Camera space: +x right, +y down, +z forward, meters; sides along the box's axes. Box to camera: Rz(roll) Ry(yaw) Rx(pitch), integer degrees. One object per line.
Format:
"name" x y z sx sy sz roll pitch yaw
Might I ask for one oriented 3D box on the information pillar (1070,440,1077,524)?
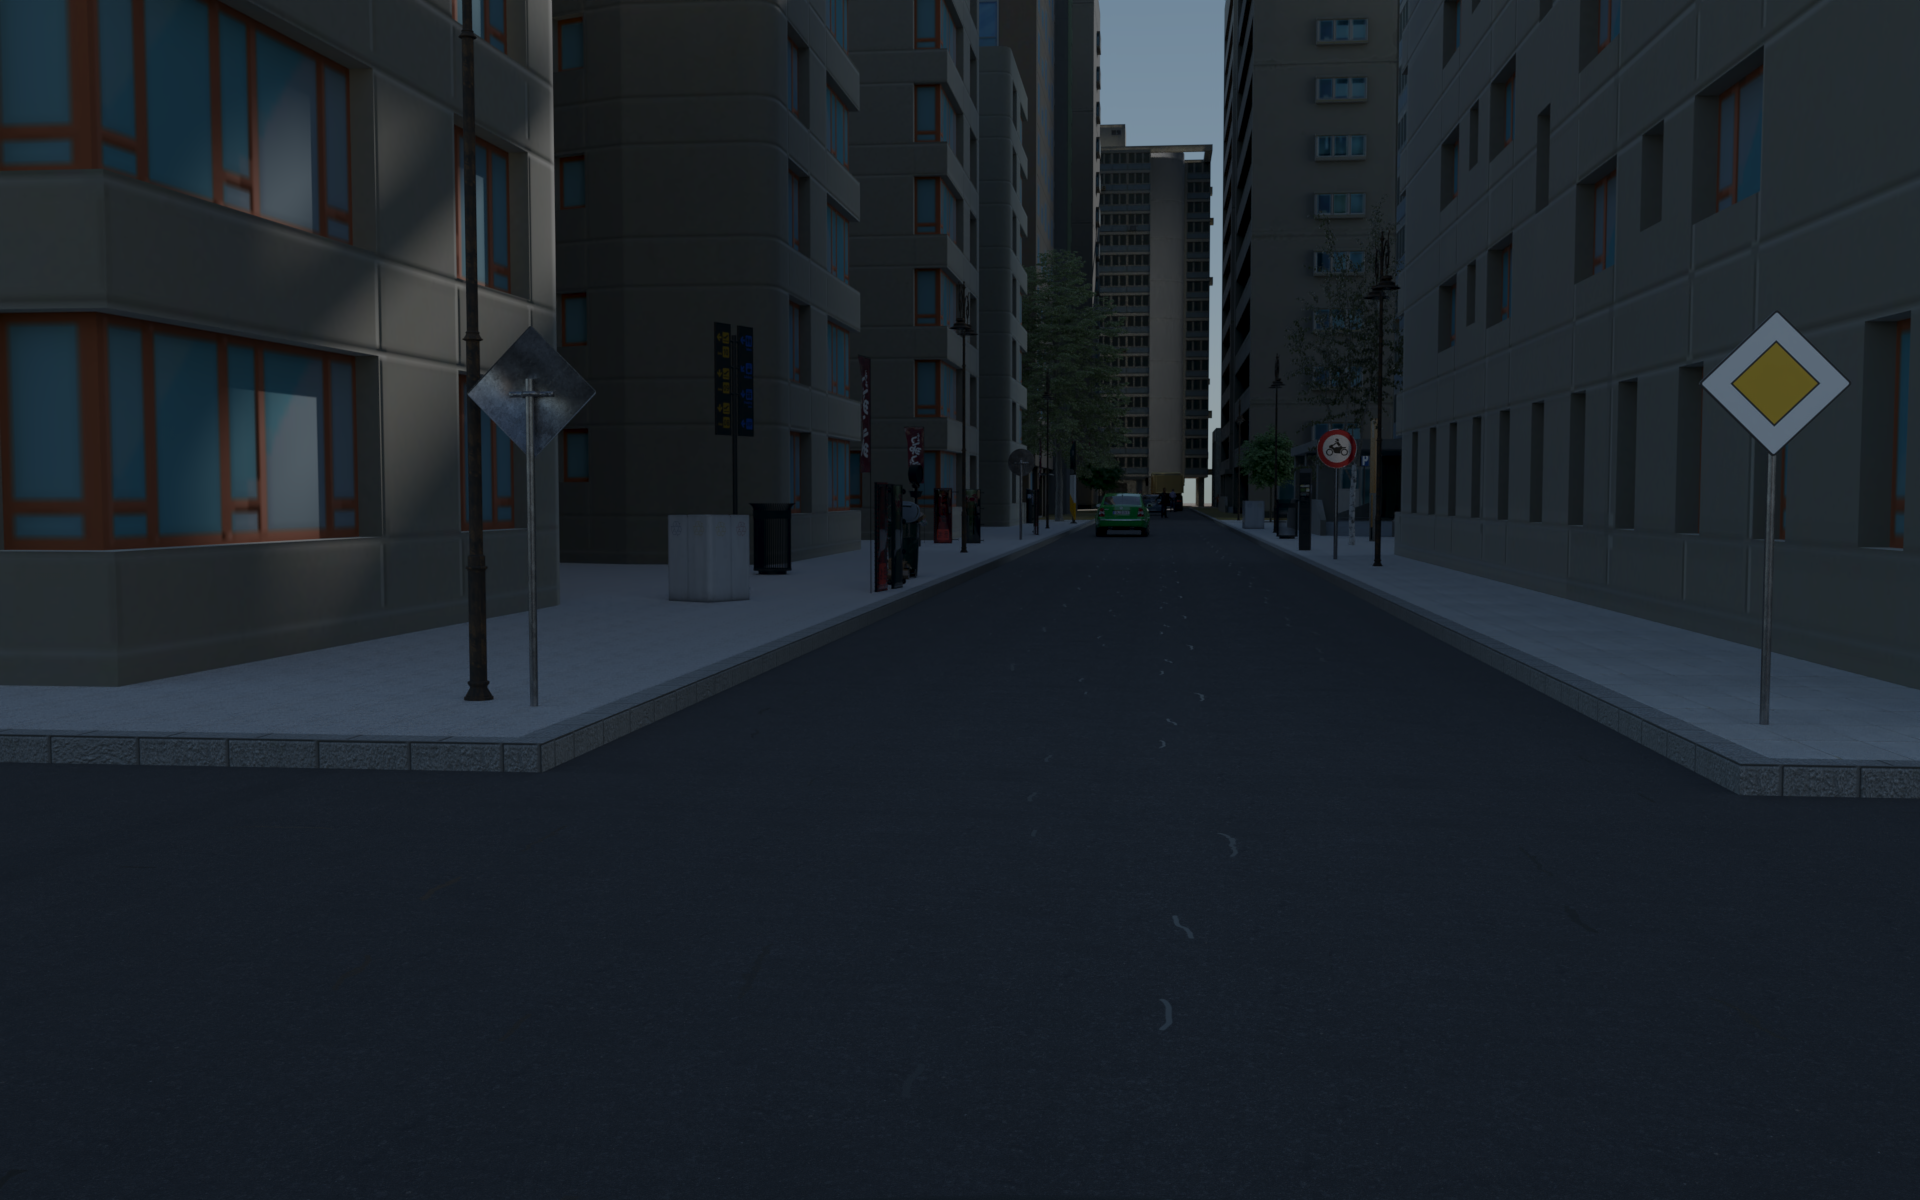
"information pillar" 4.921 -5.138 75.363 0.183 3.616 0.504 -1 4 -19

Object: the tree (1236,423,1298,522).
"tree" 14.098 -5.823 78.923 4.285 4.588 4.351 0 3 0

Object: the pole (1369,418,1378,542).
"pole" 11.187 -3.239 46.797 0.158 3.312 0.155 0 3 0

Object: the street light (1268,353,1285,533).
"street light" 10.405 -5.151 57.003 0.468 5.910 1.993 0 4 7

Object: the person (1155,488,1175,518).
"person" 12.297 -5.852 104.209 1.348 1.821 0.705 -1 4 -20

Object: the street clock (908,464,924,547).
"street clock" -1.076 -2.303 42.224 0.358 2.002 0.471 1 4 21

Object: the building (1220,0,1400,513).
"building" 33.258 -31.947 146.033 21.300 48.544 21.600 0 4 7

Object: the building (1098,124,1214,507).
"building" 14.779 -30.143 184.722 23.993 40.220 32.217 0 4 7

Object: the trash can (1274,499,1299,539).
"trash can" 9.386 -2.326 49.681 0.748 1.137 0.748 0 3 0

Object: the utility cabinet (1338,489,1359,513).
"utility cabinet" 16.223 -3.937 73.057 1.173 1.500 0.318 -1 4 -15

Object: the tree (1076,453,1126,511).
"tree" 11.192 -9.192 134.010 4.285 4.588 4.351 0 3 0

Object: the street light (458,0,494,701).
"street light" -3.003 -2.315 10.630 0.468 5.910 1.993 0 4 7

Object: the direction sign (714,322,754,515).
"direction sign" -3.022 -1.911 23.243 0.379 3.537 0.876 2 4 27

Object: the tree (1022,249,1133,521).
"tree" 4.239 -9.969 81.115 7.486 12.596 7.792 0 3 0

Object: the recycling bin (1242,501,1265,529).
"recycling bin" 10.838 -3.145 63.983 0.722 1.027 0.722 0 4 1

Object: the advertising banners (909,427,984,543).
"advertising banners" -0.412 -2.981 44.922 2.074 3.025 0.090 0 4 1

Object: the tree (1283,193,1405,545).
"tree" 9.883 -5.689 43.376 4.360 8.622 3.978 0 3 0

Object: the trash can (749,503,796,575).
"trash can" -2.998 -0.979 27.666 0.748 1.137 0.748 0 3 0

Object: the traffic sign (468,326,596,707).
"traffic sign" -2.571 -0.414 10.408 0.795 2.450 0.064 0 4 7

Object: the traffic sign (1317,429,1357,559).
"traffic sign" 7.379 -2.071 33.967 0.768 2.556 0.104 1 4 8

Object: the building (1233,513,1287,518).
"building" 27.282 -29.170 100.635 21.300 48.544 21.600 0 4 7

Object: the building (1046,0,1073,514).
"building" -0.480 -25.876 106.665 14.154 41.232 14.086 0 4 7

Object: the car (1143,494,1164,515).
"car" 13.064 -6.456 117.561 2.014 1.417 4.499 0 4 8

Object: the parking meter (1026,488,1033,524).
"parking meter" 3.066 -4.106 75.547 0.372 1.533 0.369 0 3 0

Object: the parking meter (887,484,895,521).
"parking meter" -1.712 -2.062 42.128 0.372 1.533 0.369 0 3 0

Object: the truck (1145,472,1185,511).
"truck" 17.783 -9.370 149.130 3.469 3.379 9.791 0 4 5

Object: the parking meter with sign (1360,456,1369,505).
"parking meter with sign" 17.785 -4.710 73.267 0.543 3.016 1.738 -3 5 -42

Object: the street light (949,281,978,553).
"street light" 0.086 -3.974 37.762 0.468 5.910 1.993 0 4 7

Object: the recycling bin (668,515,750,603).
"recycling bin" -3.028 -0.510 20.895 0.722 1.027 0.722 3 4 36

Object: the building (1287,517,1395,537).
"building" 27.861 -22.334 57.036 32.217 40.220 23.993 0 4 7

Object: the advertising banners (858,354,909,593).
"advertising banners" -1.030 -1.627 22.787 0.090 3.025 2.074 1 4 14

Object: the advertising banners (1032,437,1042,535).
"advertising banners" 2.422 -3.558 54.362 0.090 3.025 2.074 0 4 -3

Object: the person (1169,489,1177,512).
"person" 16.988 -7.913 137.745 0.709 1.838 0.599 2 4 32

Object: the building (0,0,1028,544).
"building" -12.437 -13.345 63.231 27.650 21.520 28.899 0 4 7

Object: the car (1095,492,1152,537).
"car" 5.632 -3.110 59.648 1.959 1.807 4.718 0 4 7

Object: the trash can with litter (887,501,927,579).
"trash can with litter" -0.836 -0.918 26.390 0.624 1.170 1.055 0 4 2

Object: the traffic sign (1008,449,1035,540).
"traffic sign" 1.705 -2.963 48.543 0.768 2.556 0.104 1 4 16

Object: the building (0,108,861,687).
"building" -17.680 -11.114 26.761 27.650 21.520 28.899 0 4 7

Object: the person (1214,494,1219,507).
"person" 24.582 -9.362 164.834 1.065 1.426 0.557 -2 4 -29

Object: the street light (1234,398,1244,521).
"street light" 13.507 -6.789 83.795 0.468 5.910 1.993 0 4 7

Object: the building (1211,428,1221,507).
"building" 41.499 -52.742 174.999 31.000 86.520 22.319 0 4 7

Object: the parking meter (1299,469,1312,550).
"parking meter" 7.872 -2.065 39.479 0.255 1.863 0.399 1 4 16

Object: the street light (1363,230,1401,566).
"street light" 7.420 -3.536 30.604 0.468 5.910 1.993 0 4 7

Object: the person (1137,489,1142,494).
"person" 10.819 -5.812 104.472 0.756 1.711 0.436 -2 4 -28

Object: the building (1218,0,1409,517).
"building" 35.064 -26.379 123.176 32.217 40.220 23.993 0 4 7

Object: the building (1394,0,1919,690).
"building" 21.981 -10.744 20.702 28.899 21.520 27.650 0 4 7

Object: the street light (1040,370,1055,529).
"street light" 3.256 -5.598 64.309 0.468 5.910 1.993 0 4 7

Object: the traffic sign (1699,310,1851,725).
"traffic sign" 4.474 -0.363 9.579 0.795 2.450 0.064 0 4 7

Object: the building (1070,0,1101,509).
"building" 1.166 -32.190 150.002 21.600 48.544 21.300 0 4 7

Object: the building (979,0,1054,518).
"building" -2.303 -27.060 92.541 14.600 45.320 14.200 0 4 7
